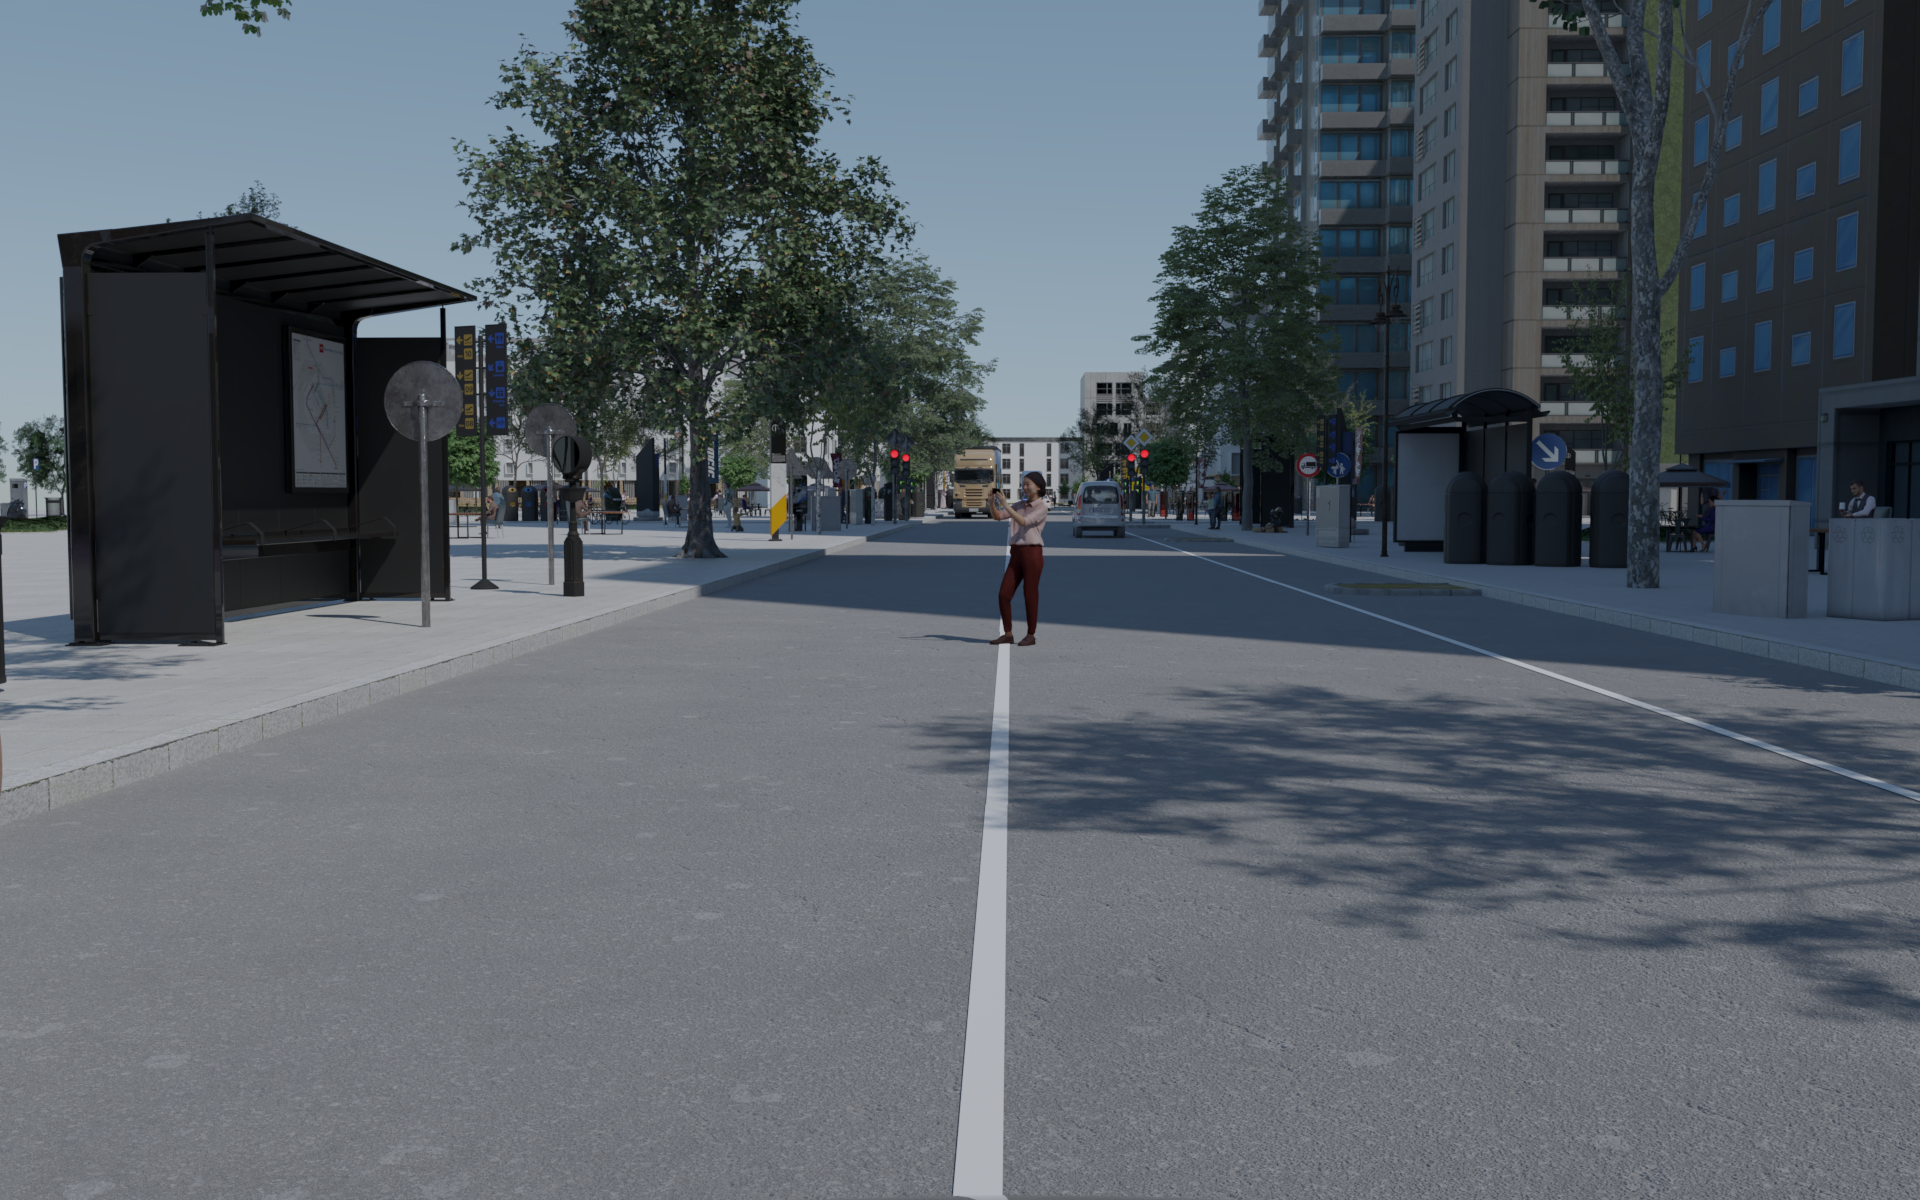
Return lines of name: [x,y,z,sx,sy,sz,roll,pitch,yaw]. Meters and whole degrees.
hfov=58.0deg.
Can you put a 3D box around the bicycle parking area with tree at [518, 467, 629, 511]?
bicycle parking area with tree: [-29.932,-8.840,131.541,9.016,4.147,8.231,-1,4,-15]

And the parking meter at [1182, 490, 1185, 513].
parking meter: [14.770,-6.542,115.375,0.372,1.533,0.369,0,3,0]

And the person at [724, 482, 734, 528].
person: [-8.852,-3.637,66.237,0.376,1.734,0.841,-1,4,-10]

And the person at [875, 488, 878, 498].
person: [-7.913,-9.535,162.029,0.705,1.814,1.350,1,4,13]

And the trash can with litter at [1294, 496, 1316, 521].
trash can with litter: [16.547,-4.426,83.416,2.233,1.210,1.678,3,4,36]

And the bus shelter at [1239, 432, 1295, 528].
bus shelter: [11.957,-4.720,68.457,1.731,3.624,6.357,0,4,2]

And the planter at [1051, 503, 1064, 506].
planter: [11.888,-11.603,210.846,1.991,0.319,1.994,0,4,2]

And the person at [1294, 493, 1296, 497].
person: [22.516,-6.795,118.081,0.756,1.711,0.436,-1,4,-15]

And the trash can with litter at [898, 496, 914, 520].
trash can with litter: [-2.704,-4.533,85.496,0.624,1.170,1.055,1,4,13]

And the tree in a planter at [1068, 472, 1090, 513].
tree in a planter: [9.652,-8.434,135.124,1.991,3.239,1.994,0,4,2]

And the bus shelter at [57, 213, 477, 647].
bus shelter: [-6.681,-1.612,17.635,1.731,3.624,6.357,0,4,2]

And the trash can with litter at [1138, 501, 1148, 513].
trash can with litter: [12.462,-6.418,115.984,1.678,1.210,2.233,0,4,3]

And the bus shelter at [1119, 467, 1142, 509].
bus shelter: [14.869,-9.784,151.251,1.731,3.624,6.357,0,4,2]

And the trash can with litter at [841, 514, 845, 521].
trash can with litter: [-5.960,-4.507,84.747,1.678,1.210,2.233,0,4,-1]

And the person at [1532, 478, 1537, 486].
person: [15.322,-2.414,46.435,0.530,1.710,0.541,1,4,16]

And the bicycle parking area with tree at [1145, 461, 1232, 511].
bicycle parking area with tree: [18.486,-9.174,137.004,9.016,4.147,8.231,2,4,30]

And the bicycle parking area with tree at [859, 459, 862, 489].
bicycle parking area with tree: [-10.442,-9.142,136.476,8.231,4.147,9.016,0,4,-1]

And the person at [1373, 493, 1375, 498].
person: [22.465,-5.200,92.927,0.662,1.594,0.647,1,4,21]

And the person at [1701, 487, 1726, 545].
person: [17.851,-2.051,41.052,0.593,1.643,0.415,-1,4,-15]

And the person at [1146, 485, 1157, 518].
person: [10.449,-5.403,94.503,0.598,1.807,0.434,0,4,5]

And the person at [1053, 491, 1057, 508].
person: [9.705,-10.182,175.764,0.721,1.735,1.217,0,4,-5]

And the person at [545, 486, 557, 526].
person: [-16.548,-3.837,70.239,0.517,1.644,0.566,1,4,16]

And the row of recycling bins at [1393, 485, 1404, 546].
row of recycling bins: [11.673,-2.259,44.041,1.069,1.692,3.534,1,4,15]

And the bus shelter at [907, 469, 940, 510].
bus shelter: [-2.826,-9.991,140.990,2.179,5.291,8.768,0,4,2]

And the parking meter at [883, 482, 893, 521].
parking meter: [-3.413,-4.672,82.097,0.399,1.863,0.255,-2,4,-25]

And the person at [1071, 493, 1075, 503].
person: [14.974,-13.563,229.260,0.593,1.643,0.415,-2,4,-31]

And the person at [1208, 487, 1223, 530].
person: [9.230,-3.301,62.225,0.499,1.552,0.429,-3,5,-43]

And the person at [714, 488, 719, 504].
person: [-18.924,-7.844,135.000,0.576,1.737,0.504,3,5,39]

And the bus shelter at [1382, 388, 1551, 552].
bus shelter: [10.327,-2.564,35.847,2.014,3.302,5.546,0,4,2]

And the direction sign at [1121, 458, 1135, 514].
direction sign: [10.669,-7.225,110.130,0.876,3.537,0.379,0,4,-5]

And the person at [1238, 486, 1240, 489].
person: [16.085,-5.703,99.733,0.568,1.767,0.683,0,4,-7]

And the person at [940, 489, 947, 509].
person: [-1.398,-8.705,149.044,0.621,1.740,0.551,-1,4,-14]

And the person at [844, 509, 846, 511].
person: [-8.794,-7.128,130.873,0.655,0.850,0.859,-3,4,-36]

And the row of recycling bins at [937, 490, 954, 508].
row of recycling bins: [-2.152,-9.114,156.126,3.534,1.692,1.069,-2,4,-29]

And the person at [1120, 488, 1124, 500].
person: [12.855,-8.095,138.530,0.598,1.807,0.434,3,4,36]

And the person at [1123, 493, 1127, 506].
person: [13.658,-8.335,144.184,0.662,1.594,0.647,-3,5,-44]

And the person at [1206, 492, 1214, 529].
person: [9.259,-3.298,63.870,0.435,1.345,0.340,3,5,41]

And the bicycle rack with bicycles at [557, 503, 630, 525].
bicycle rack with bicycles: [-15.607,-3.620,72.576,2.925,0.926,2.852,3,5,44]

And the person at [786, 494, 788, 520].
person: [-8.610,-4.753,86.994,0.421,1.427,0.697,0,4,1]

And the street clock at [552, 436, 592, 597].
street clock: [-4.838,-1.044,21.646,0.471,2.002,0.358,2,4,30]

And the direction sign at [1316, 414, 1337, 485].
direction sign: [10.458,-3.515,49.460,0.379,3.537,0.876,-2,4,-26]

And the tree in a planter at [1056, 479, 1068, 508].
tree in a planter: [11.078,-11.393,183.490,1.991,3.239,1.994,0,4,2]

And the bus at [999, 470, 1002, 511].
bus: [1.596,-8.066,123.427,2.896,3.916,12.252,0,4,3]

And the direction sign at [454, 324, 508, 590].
direction sign: [-6.416,-1.913,23.270,0.876,3.537,0.379,2,4,26]

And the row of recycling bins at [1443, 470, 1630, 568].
row of recycling bins: [10.363,-1.465,31.073,3.534,1.692,1.069,3,5,40]

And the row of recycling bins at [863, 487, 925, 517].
row of recycling bins: [-3.723,-5.422,95.757,3.534,1.692,1.069,-1,4,-15]

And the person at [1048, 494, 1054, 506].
person: [10.930,-12.018,208.189,0.799,1.438,0.628,1,4,13]

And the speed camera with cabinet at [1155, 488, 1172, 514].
speed camera with cabinet: [13.133,-7.207,112.178,0.660,3.252,2.038,-1,4,-13]
